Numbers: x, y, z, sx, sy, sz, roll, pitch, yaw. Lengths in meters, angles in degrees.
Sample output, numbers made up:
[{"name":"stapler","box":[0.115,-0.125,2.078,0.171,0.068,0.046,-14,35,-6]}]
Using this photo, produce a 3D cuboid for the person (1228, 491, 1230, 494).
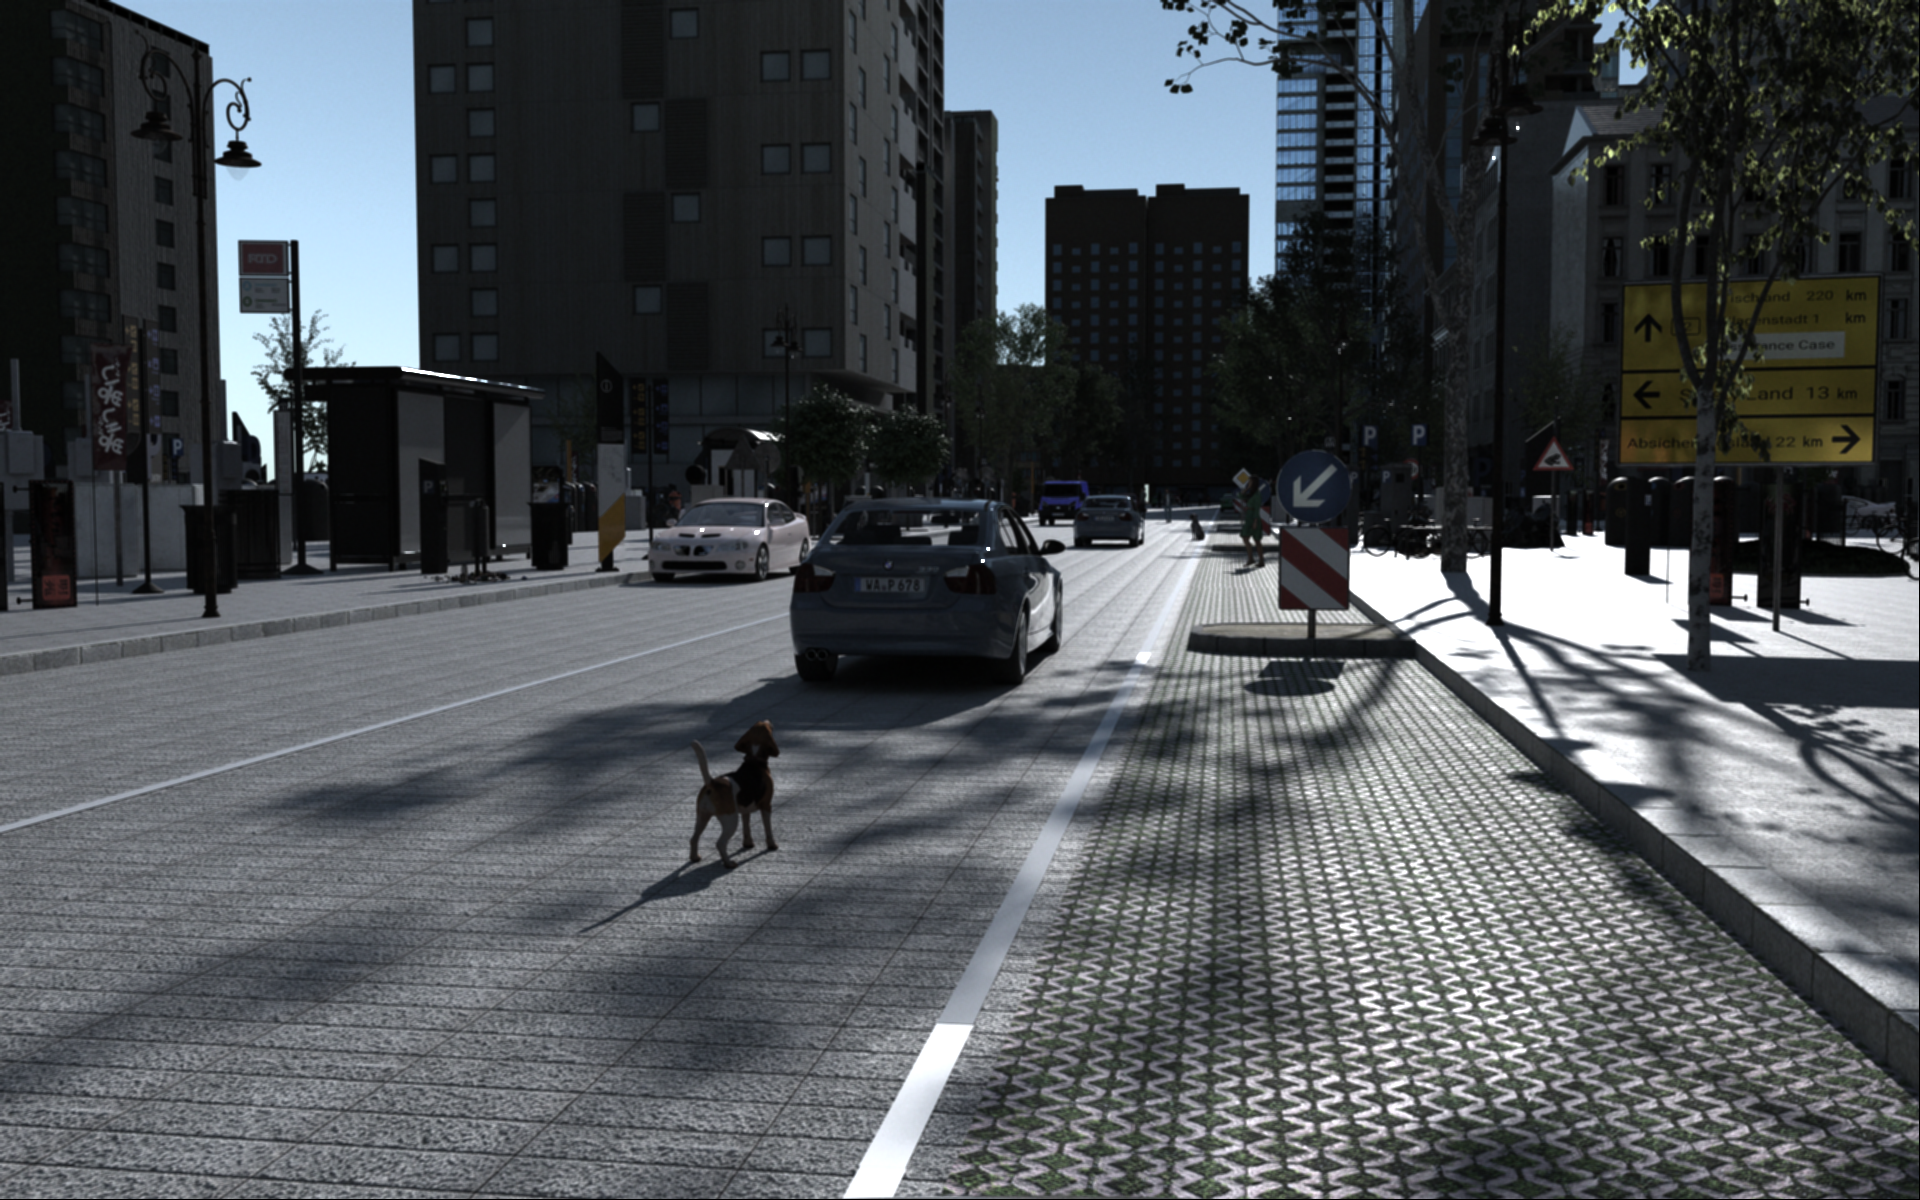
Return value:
[{"name":"person","box":[30.674,-11.560,197.520,1.348,1.823,0.705,2,4,28]}]

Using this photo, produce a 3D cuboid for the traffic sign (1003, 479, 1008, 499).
[{"name":"traffic sign","box":[3.143,-7.255,119.806,0.795,2.450,0.064,1,4,18]}]

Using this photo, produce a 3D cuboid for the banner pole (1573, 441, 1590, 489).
[{"name":"banner pole","box":[29.395,-5.613,81.789,0.863,3.779,0.401,3,4,36]}]

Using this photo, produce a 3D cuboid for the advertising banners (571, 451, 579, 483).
[{"name":"advertising banners","box":[-14.888,-4.484,69.504,2.074,3.025,0.090,2,4,27]}]

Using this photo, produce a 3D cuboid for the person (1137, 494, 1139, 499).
[{"name":"person","box":[15.614,-8.573,151.920,0.557,1.426,1.065,-1,4,-9]}]

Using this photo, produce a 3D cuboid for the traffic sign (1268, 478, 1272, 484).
[{"name":"traffic sign","box":[24.061,-8.195,133.995,0.884,2.594,0.081,1,4,12]}]

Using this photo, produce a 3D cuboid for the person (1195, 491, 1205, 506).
[{"name":"person","box":[27.698,-11.702,199.805,1.348,1.826,0.705,3,5,41]}]

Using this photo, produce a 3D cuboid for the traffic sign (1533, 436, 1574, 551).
[{"name":"traffic sign","box":[13.293,-2.375,38.841,0.884,2.594,0.081,1,4,14]}]

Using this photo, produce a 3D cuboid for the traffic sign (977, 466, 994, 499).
[{"name":"traffic sign","box":[1.152,-4.757,77.889,0.768,2.556,0.104,1,4,10]}]

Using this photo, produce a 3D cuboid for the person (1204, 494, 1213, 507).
[{"name":"person","box":[27.757,-11.111,193.429,1.065,1.426,0.557,0,4,-4]}]

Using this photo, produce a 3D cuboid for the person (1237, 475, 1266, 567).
[{"name":"person","box":[5.725,-1.526,33.692,0.529,1.795,0.600,-1,4,-15]}]

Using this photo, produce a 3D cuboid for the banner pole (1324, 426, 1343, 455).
[{"name":"banner pole","box":[13.703,-4.491,63.444,0.863,3.779,0.401,2,4,27]}]

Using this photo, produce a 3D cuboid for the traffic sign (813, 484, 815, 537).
[{"name":"traffic sign","box":[-4.339,-3.147,51.462,0.884,2.594,0.081,1,4,16]}]

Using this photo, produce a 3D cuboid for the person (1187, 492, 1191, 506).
[{"name":"person","box":[26.721,-11.804,202.418,0.530,1.710,0.541,-1,4,-14]}]

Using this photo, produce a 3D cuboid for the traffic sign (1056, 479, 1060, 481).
[{"name":"traffic sign","box":[8.384,-9.069,148.376,0.768,2.556,0.104,1,4,17]}]

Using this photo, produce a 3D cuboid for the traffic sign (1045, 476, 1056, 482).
[{"name":"traffic sign","box":[6.323,-7.420,121.430,0.768,2.556,0.104,1,4,10]}]

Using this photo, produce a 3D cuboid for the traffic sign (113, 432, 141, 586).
[{"name":"traffic sign","box":[-11.725,-1.467,24.093,0.768,2.556,0.104,1,4,14]}]

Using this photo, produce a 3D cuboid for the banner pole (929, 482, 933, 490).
[{"name":"banner pole","box":[-2.118,-8.613,130.832,0.863,3.779,0.401,2,4,25]}]

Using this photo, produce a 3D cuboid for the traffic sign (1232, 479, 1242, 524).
[{"name":"traffic sign","box":[11.919,-4.266,73.388,0.795,2.450,0.064,1,4,9]}]

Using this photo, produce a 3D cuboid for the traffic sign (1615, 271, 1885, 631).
[{"name":"traffic sign","box":[7.358,-1.369,16.261,2.265,3.308,0.079,1,4,18]}]

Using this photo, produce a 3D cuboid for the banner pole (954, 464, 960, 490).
[{"name":"banner pole","box":[-0.258,-9.401,143.718,0.401,3.779,0.863,-3,5,-42]}]

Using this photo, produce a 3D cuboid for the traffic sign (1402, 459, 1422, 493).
[{"name":"traffic sign","box":[16.246,-3.815,62.476,0.768,2.556,0.104,1,4,17]}]

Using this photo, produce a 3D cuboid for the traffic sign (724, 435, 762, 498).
[{"name":"traffic sign","box":[-4.741,-2.313,37.816,0.884,2.594,0.081,1,4,13]}]

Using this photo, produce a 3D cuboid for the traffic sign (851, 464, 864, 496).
[{"name":"traffic sign","box":[-4.133,-4.119,67.444,0.768,2.556,0.104,1,4,14]}]

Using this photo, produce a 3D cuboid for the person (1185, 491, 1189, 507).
[{"name":"person","box":[25.565,-11.379,195.269,0.721,1.735,1.217,2,4,27]}]

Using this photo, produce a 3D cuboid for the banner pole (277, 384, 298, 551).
[{"name":"banner pole","box":[-15.358,-3.032,39.590,0.863,3.779,0.401,3,5,42]}]

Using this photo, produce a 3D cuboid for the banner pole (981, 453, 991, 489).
[{"name":"banner pole","box":[1.583,-6.845,101.934,0.863,3.779,0.401,-1,4,-19]}]

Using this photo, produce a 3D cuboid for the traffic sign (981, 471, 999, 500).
[{"name":"traffic sign","box":[1.302,-4.366,75.033,0.795,2.450,0.064,1,4,9]}]

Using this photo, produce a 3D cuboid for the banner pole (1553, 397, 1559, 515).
[{"name":"banner pole","box":[15.505,-3.374,45.182,0.401,3.779,0.863,1,4,12]}]

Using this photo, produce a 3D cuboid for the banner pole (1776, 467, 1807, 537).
[{"name":"banner pole","box":[20.519,-3.213,42.555,0.863,3.779,0.401,2,4,35]}]

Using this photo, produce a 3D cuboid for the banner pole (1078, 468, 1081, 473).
[{"name":"banner pole","box":[10.082,-9.559,146.302,0.401,3.779,0.863,-1,4,-18]}]

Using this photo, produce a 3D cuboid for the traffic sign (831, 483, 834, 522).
[{"name":"traffic sign","box":[-3.864,-3.201,52.436,0.768,2.556,0.104,1,4,12]}]

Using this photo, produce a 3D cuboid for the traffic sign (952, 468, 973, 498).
[{"name":"traffic sign","box":[0.089,-3.884,67.141,0.795,2.450,0.064,1,4,9]}]

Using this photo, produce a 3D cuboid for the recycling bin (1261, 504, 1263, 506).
[{"name":"recycling bin","box":[22.023,-6.959,126.336,0.722,1.027,0.722,2,4,32]}]

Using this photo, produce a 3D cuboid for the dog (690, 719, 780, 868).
[{"name":"dog","box":[-0.893,0.761,6.851,0.406,0.507,0.540,-1,4,-17]}]

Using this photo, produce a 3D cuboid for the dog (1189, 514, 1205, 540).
[{"name":"dog","box":[7.353,-2.260,53.792,0.513,0.831,0.800,1,4,8]}]

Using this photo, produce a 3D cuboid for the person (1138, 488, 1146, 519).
[{"name":"person","box":[10.401,-5.522,98.969,0.473,1.802,0.592,3,5,42]}]

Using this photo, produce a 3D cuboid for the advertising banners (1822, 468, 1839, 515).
[{"name":"advertising banners","box":[23.457,-3.180,48.185,2.074,3.025,0.090,1,4,12]}]

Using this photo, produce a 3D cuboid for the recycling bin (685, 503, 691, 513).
[{"name":"recycling bin","box":[-7.496,-2.298,50.133,0.722,1.027,0.722,-3,4,-36]}]

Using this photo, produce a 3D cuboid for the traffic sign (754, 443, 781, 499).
[{"name":"traffic sign","box":[-4.821,-2.627,43.055,0.768,2.556,0.104,1,4,18]}]

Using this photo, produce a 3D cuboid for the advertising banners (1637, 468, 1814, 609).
[{"name":"advertising banners","box":[8.685,-1.450,19.903,2.074,3.025,0.090,3,5,43]}]

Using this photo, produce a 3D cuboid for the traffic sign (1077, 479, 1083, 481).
[{"name":"traffic sign","box":[9.866,-8.729,142.829,0.768,2.556,0.104,1,4,13]}]

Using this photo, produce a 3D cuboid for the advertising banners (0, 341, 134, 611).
[{"name":"advertising banners","box":[-10.214,-1.420,19.400,0.090,3.025,2.074,2,4,35]}]

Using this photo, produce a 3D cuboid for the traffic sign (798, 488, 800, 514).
[{"name":"traffic sign","box":[-4.826,-3.169,51.916,0.768,2.556,0.104,1,4,10]}]

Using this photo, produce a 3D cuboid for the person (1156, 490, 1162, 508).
[{"name":"person","box":[20.701,-10.487,179.992,0.705,1.821,1.348,-1,4,-16]}]

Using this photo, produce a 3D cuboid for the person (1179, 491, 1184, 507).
[{"name":"person","box":[24.344,-11.077,190.437,0.721,1.723,1.217,-1,4,-17]}]

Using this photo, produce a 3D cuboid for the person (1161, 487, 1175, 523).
[{"name":"person","box":[10.330,-4.729,86.173,0.623,1.781,0.721,-1,4,-14]}]

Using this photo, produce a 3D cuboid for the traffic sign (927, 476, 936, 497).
[{"name":"traffic sign","box":[-1.543,-5.140,84.138,0.768,2.556,0.104,1,4,13]}]

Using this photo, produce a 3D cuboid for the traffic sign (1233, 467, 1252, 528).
[{"name":"traffic sign","box":[10.706,-3.783,65.495,0.795,2.450,0.064,1,4,9]}]

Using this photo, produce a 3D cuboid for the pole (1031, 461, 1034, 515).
[{"name":"pole","box":[4.536,-6.994,108.199,0.158,3.312,0.155,0,3,0]}]

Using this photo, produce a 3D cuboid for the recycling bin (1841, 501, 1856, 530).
[{"name":"recycling bin","box":[31.592,-3.031,62.112,0.722,1.027,0.722,-2,4,-26]}]
